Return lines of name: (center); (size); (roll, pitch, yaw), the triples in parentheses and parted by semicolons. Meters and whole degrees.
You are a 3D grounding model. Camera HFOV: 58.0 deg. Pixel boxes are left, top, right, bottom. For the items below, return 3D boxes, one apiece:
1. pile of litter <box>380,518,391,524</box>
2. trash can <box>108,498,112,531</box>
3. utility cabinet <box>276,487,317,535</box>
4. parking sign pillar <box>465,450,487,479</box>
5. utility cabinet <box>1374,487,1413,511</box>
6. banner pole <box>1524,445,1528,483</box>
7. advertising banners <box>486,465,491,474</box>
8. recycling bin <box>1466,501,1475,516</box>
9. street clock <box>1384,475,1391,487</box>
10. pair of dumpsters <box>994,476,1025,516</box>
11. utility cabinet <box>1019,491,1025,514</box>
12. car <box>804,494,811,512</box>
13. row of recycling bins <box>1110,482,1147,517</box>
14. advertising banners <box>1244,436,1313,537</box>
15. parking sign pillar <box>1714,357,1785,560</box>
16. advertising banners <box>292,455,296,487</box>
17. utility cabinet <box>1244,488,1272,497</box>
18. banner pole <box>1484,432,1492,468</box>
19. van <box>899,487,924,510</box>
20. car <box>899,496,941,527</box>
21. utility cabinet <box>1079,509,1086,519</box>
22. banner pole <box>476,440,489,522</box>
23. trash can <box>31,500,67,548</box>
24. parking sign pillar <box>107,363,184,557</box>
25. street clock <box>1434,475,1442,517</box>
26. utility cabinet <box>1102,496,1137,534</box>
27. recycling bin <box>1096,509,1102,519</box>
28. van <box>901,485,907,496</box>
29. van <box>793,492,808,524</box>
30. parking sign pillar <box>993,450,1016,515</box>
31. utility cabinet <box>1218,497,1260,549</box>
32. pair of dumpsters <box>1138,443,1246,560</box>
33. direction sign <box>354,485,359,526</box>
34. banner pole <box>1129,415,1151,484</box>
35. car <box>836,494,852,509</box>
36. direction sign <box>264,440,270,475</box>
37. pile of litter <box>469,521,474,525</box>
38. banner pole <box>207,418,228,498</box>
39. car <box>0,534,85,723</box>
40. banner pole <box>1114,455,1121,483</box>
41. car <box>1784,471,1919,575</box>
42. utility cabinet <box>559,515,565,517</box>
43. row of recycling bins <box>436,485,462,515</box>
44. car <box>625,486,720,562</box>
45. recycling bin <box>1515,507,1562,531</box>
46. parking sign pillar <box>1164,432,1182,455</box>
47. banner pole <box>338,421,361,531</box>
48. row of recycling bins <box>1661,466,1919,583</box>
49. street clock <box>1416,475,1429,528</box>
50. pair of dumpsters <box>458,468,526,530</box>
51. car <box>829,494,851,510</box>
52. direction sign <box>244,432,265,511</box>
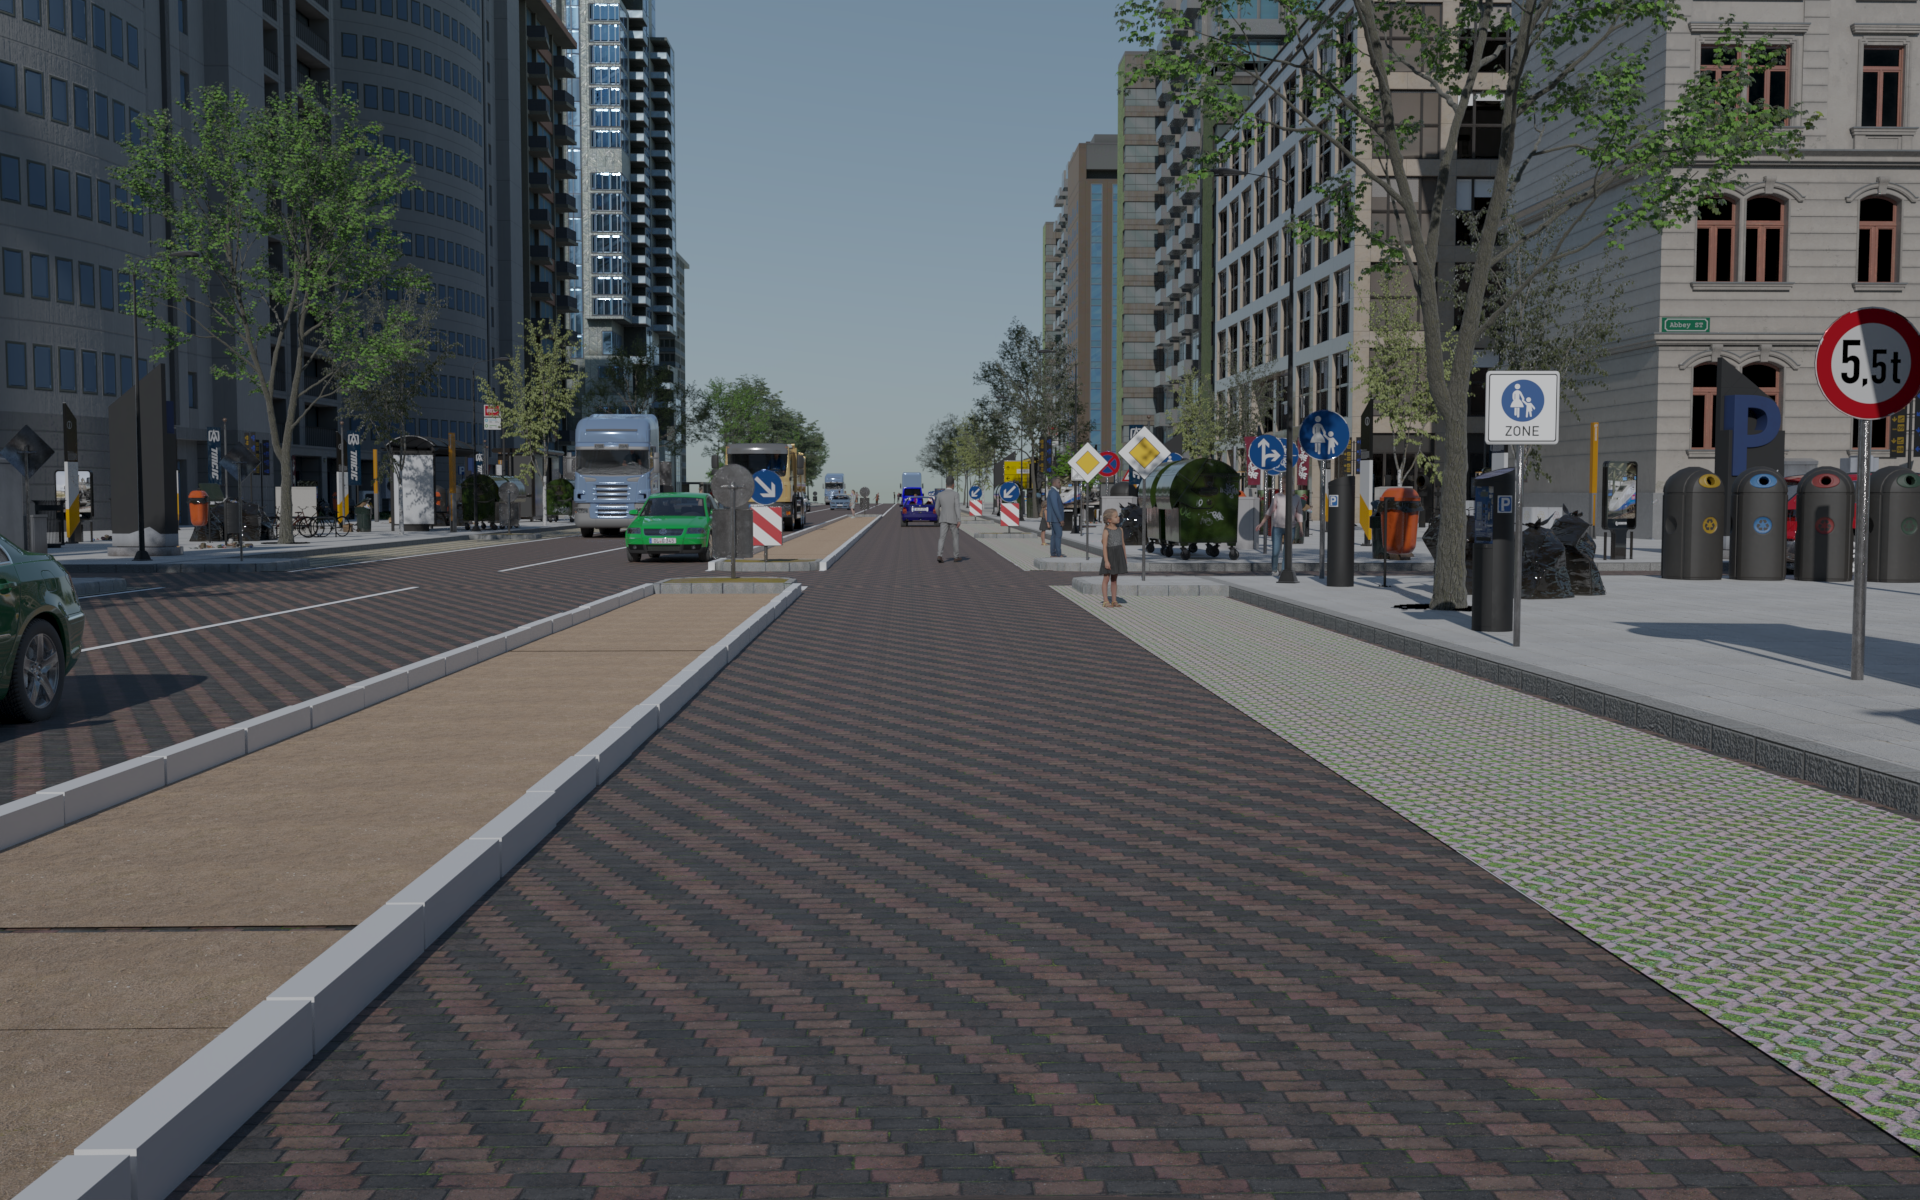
pile of litter: (-24.537, -3.790, 75.931); (1.719, 0.858, 1.176); (-1, 4, -13)
trash can: (-28.016, -2.825, 57.837); (0.748, 1.137, 0.748); (0, 3, 0)
utility cabinet: (-20.638, -2.763, 53.858); (1.173, 1.500, 0.318); (-1, 4, -22)
parking sign pillar: (-25.988, -6.403, 93.169); (1.447, 3.967, 1.447); (2, 4, 30)
utility cabinet: (12.864, -2.616, 51.446); (0.318, 1.500, 1.173); (-3, 4, -38)
banner pole: (14.968, -3.422, 45.964); (0.401, 3.779, 0.863); (2, 4, 32)
advertising banners: (-28.779, -6.507, 102.578); (2.074, 3.025, 0.090); (-2, 4, -33)
recycling bin: (19.779, -3.313, 66.722); (0.722, 1.027, 0.722); (-2, 4, -33)
street clock: (16.291, -3.763, 66.090); (0.358, 2.002, 0.471); (1, 4, 10)
pair of dumpsters: (2.808, -5.834, 97.886); (1.574, 2.255, 4.437); (0, 4, -2)
utility cabinet: (3.732, -6.100, 108.408); (0.318, 1.500, 1.173); (-1, 4, -20)
car: (-12.946, -7.872, 138.490); (2.009, 1.686, 4.222); (0, 4, 0)
row of recycling bins: (6.644, -3.114, 58.028); (3.534, 1.692, 1.069); (-2, 4, -28)
advertising banners: (9.548, -3.415, 52.019); (2.074, 3.025, 0.090); (1, 4, 19)
parking sign pillar: (15.603, -2.798, 34.223); (1.447, 3.967, 1.447); (-1, 4, -15)
advertising banners: (-30.111, -4.994, 77.836); (0.090, 3.025, 2.074); (-2, 4, -34)
utility cabinet: (10.795, -3.320, 62.959); (0.318, 1.500, 1.173); (-3, 5, -43)
banner pole: (21.171, -4.838, 69.124); (0.863, 3.779, 0.401); (1, 4, 21)
van: (-4.268, -9.146, 153.913); (2.240, 2.365, 5.245); (0, 4, -3)
car: (-1.743, -3.937, 76.958); (1.945, 1.354, 3.894); (0, 4, 0)
utility cabinet: (6.513, -4.806, 89.739); (0.306, 1.237, 1.020); (-1, 4, -19)
banner pole: (-21.934, -5.498, 79.901); (0.401, 3.779, 0.863); (0, 4, -3)
trash can: (-21.638, -1.805, 41.172); (0.748, 1.137, 0.748); (0, 3, 0)
parking sign pillar: (-17.014, -2.912, 36.078); (1.447, 3.967, 1.447); (1, 4, 14)
street clock: (18.258, -3.766, 66.136); (0.358, 2.002, 0.471); (1, 4, 14)
utility cabinet: (4.614, -2.384, 50.133); (1.020, 1.237, 0.306); (2, 4, 34)
recycling bin: (7.503, -4.758, 90.341); (0.722, 1.027, 0.722); (1, 4, 20)
van: (-5.110, -10.826, 181.394); (2.240, 2.365, 5.245); (0, 4, -2)
van: (-8.112, -4.535, 81.151); (2.013, 2.044, 4.112); (0, 4, -2)
parking sign pillar: (2.785, -7.221, 106.533); (1.447, 3.967, 1.447); (0, 4, 2)
utility cabinet: (6.477, -1.793, 40.481); (1.020, 1.237, 0.306); (3, 4, 36)
pair of dumpsters: (4.714, -2.016, 35.451); (1.574, 2.255, 4.437); (0, 4, -2)
direction sign: (-24.326, -4.768, 69.947); (0.379, 3.537, 0.876); (0, 4, -6)
banner pole: (5.734, -3.963, 54.813); (0.863, 3.779, 0.401); (1, 4, 12)
car: (-11.226, -9.702, 168.851); (2.015, 1.641, 3.980); (0, 4, -2)
direction sign: (-29.092, -4.903, 72.161); (0.379, 3.537, 0.876); (2, 4, 23)
pile of litter: (-21.073, -3.604, 72.896); (1.719, 0.858, 1.176); (3, 5, 42)
banner pole: (-24.331, -4.092, 56.921); (0.401, 3.779, 0.863); (3, 4, 38)
car: (-6.607, 0.140, 9.508); (2.131, 1.459, 4.920); (0, 4, -3)
banner pole: (9.929, -7.274, 108.946); (0.863, 3.779, 0.401); (-3, 5, -44)
car: (16.227, -1.294, 29.834); (5.304, 1.827, 2.281); (0, 4, -1)
utility cabinet: (-22.014, -5.199, 93.683); (1.173, 1.500, 0.318); (-2, 4, -26)
row of recycling bins: (-23.371, -4.574, 81.890); (3.534, 1.692, 1.069); (-2, 4, -33)
car: (-6.146, -1.779, 37.881); (1.959, 1.807, 4.718); (0, 4, -1)
recycling bin: (11.066, -1.270, 33.311); (0.722, 1.027, 0.722); (-1, 4, -21)
parking sign pillar: (8.937, -5.296, 75.063); (1.447, 3.967, 1.447); (-1, 4, -10)
banner pole: (-21.084, -4.271, 59.840); (0.863, 3.779, 0.401); (-3, 4, -38)
row of recycling bins: (12.331, -1.139, 25.744); (3.534, 1.692, 1.069); (1, 4, 17)
street clock: (17.631, -3.759, 66.031); (0.358, 2.002, 0.471); (-2, 4, -32)
pair of dumpsters: (-17.019, -3.703, 63.039); (1.574, 2.255, 4.437); (0, 4, -2)
car: (-10.682, -8.748, 155.025); (2.014, 1.417, 4.499); (0, 4, -1)
direction sign: (-26.049, -4.382, 63.637); (0.876, 3.537, 0.379); (3, 5, 44)
